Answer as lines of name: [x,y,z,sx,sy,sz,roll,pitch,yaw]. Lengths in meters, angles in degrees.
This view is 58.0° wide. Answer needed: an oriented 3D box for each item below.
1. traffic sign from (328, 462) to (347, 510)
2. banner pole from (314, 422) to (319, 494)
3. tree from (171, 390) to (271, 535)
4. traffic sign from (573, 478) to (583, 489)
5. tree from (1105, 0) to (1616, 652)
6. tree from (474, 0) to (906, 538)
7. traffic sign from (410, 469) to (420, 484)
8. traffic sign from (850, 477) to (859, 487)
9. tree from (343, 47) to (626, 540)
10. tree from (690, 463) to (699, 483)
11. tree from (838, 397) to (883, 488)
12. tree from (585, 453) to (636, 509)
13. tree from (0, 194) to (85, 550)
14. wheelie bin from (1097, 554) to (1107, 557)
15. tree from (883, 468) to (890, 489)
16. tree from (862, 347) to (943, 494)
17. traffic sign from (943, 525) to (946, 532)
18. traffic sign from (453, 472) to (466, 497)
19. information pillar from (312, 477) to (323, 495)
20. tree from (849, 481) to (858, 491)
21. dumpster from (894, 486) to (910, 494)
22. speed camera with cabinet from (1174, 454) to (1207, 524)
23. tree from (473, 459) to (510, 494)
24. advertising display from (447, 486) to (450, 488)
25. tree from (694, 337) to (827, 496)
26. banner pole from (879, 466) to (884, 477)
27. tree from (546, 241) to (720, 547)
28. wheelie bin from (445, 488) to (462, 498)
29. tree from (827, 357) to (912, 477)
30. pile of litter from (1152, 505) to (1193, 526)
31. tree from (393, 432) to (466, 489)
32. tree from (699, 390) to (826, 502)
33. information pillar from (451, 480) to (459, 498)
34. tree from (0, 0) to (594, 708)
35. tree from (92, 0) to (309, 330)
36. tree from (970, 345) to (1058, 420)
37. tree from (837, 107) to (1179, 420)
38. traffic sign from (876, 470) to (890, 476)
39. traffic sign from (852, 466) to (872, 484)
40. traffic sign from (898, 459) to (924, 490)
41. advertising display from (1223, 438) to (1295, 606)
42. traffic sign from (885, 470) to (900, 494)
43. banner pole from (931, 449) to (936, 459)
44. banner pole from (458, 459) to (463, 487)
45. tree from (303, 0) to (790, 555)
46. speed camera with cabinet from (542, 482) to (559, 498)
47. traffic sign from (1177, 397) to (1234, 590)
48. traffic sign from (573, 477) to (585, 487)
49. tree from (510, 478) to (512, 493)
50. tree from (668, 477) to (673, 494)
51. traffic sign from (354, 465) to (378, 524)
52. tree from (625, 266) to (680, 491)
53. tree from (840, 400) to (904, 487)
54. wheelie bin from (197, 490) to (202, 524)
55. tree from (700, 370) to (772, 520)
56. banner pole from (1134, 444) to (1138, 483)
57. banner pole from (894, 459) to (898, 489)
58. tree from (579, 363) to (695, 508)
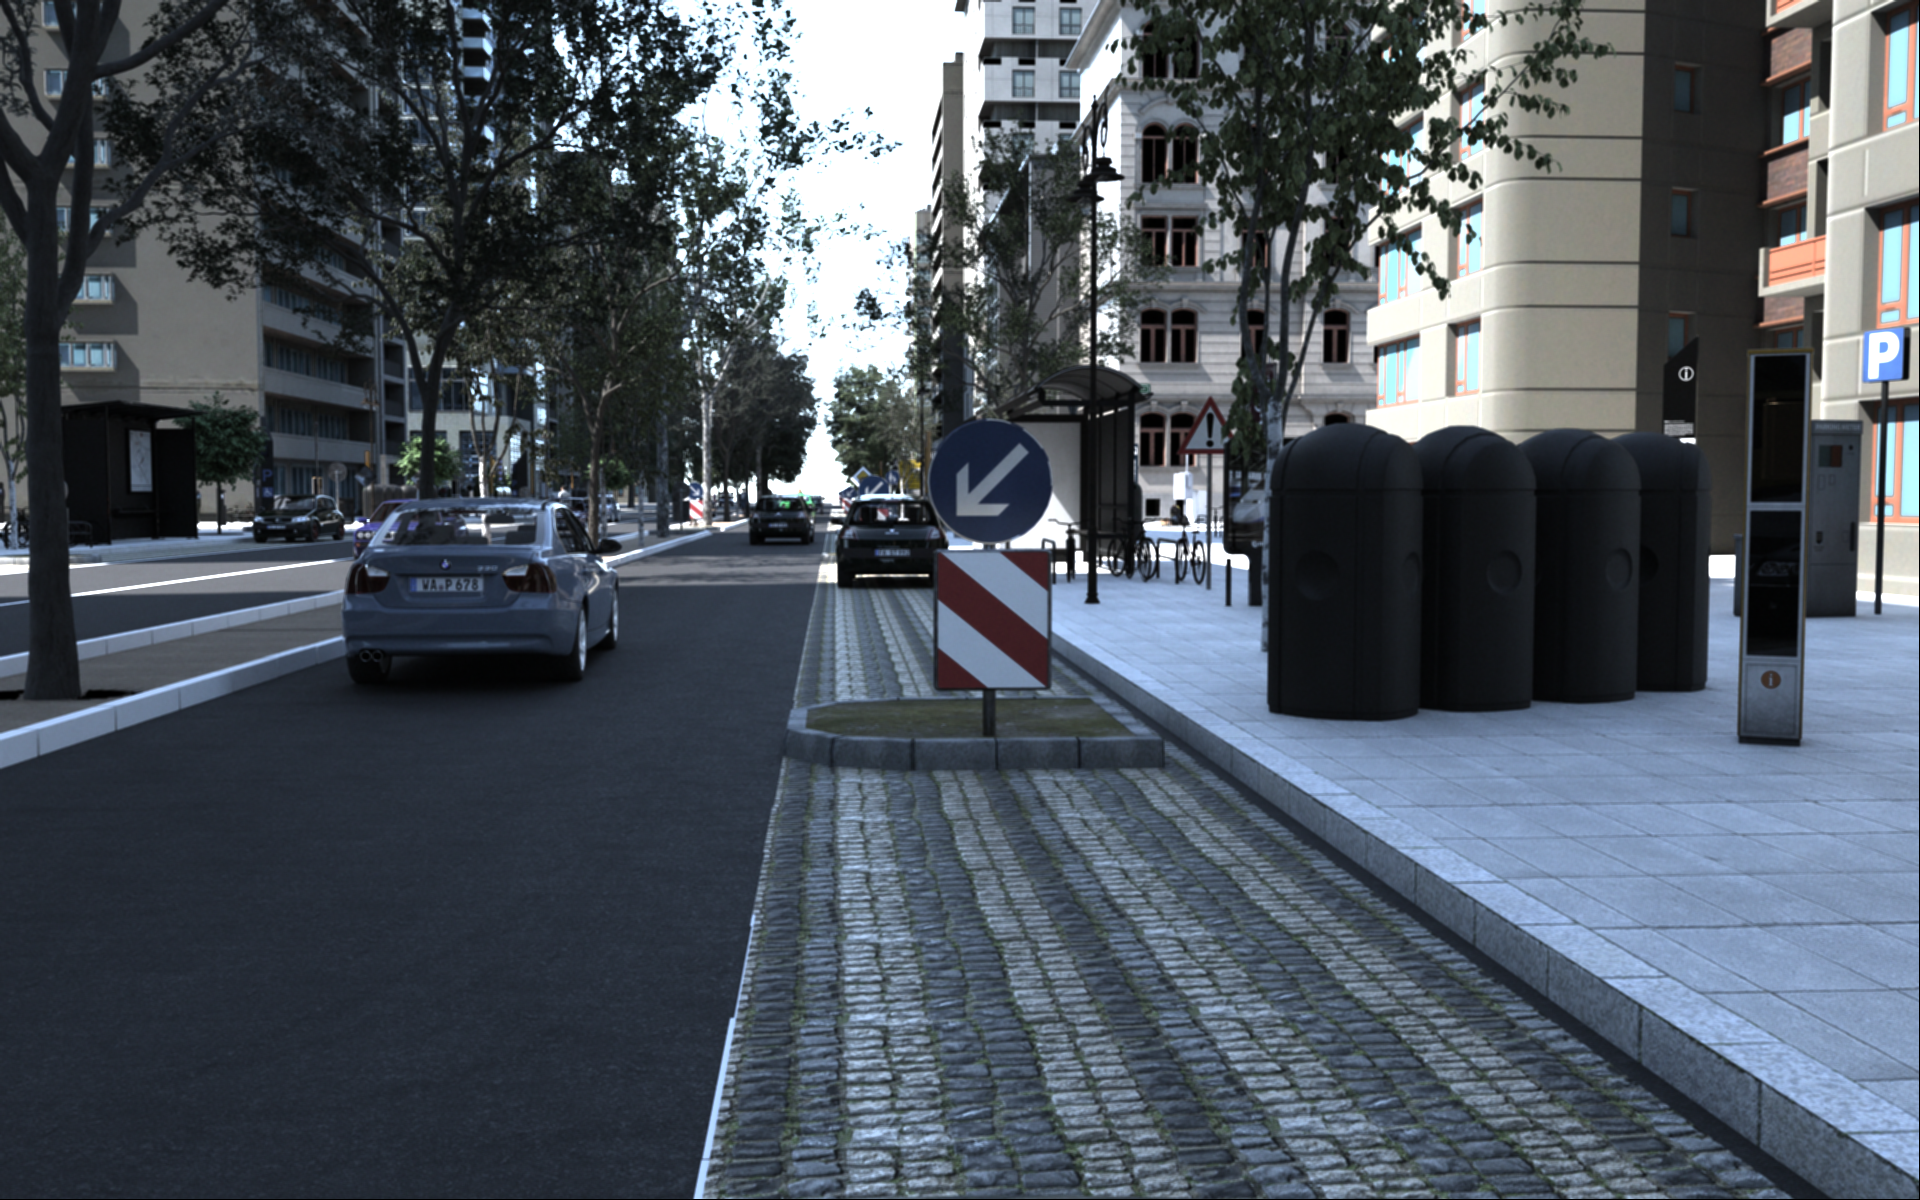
traffic sign: [-25.094,-4.263,69.811,0.768,2.556,0.104,0,4,-2]
banner pole: [-22.351,-4.295,60.239,0.401,3.779,0.863,-1,4,-23]
tree: [-23.419,-4.335,54.587,4.285,4.588,4.351,0,3,0]
traffic sign: [-29.765,-8.246,134.933,0.768,2.556,0.104,0,4,-2]
tree: [2.760,-3.891,13.981,4.737,8.622,4.395,0,3,0]
tree: [-8.459,-12.056,55.454,12.611,20.169,13.585,0,3,0]
traffic sign: [-21.208,-3.944,68.133,0.795,2.450,0.064,0,4,-4]
traffic sign: [-4.007,-4.019,69.354,0.795,2.450,0.064,0,4,-4]
tree: [-7.815,-4.613,28.247,4.360,8.622,3.978,0,3,0]
tree: [-41.334,-23.558,302.185,9.611,12.733,9.660,0,3,0]
tree: [-10.630,-17.395,202.536,7.486,12.596,7.792,0,3,0]
tree: [-29.829,-10.160,149.833,4.285,4.588,4.351,0,3,0]
tree: [-21.996,-5.460,39.641,4.737,8.622,4.395,0,3,0]
wheelie bin: [3.048,-1.673,35.265,0.693,1.594,0.980,0,4,6]
tree: [-5.298,-8.045,126.131,1.663,3.219,1.824,0,3,0]
tree: [-2.860,-8.316,86.327,4.360,8.622,3.978,0,3,0]
traffic sign: [-0.466,-3.199,52.409,0.768,2.556,0.104,0,4,1]
traffic sign: [-26.732,-5.645,92.404,0.768,2.556,0.104,0,4,-2]
information pillar: [-28.264,-4.389,76.244,0.304,2.012,0.304,1,4,13]
tree: [-12.355,-14.014,212.839,4.285,4.588,4.351,0,3,0]
dumpster: [-3.239,-6.255,104.760,1.502,2.255,1.985,0,4,-4]
speed camera with cabinet: [9.982,-4.912,74.649,0.660,3.252,2.038,3,4,39]
tree: [-25.502,-6.065,93.759,1.663,3.219,1.824,0,3,0]
advertising display: [-39.604,-7.882,134.076,0.123,1.923,0.974,-1,4,-9]
tree: [-14.598,-13.415,128.447,9.857,13.997,8.962,0,3,0]
banner pole: [-6.062,-9.029,137.641,0.863,3.779,0.401,-2,4,-34]
tree: [-8.711,-5.761,47.008,4.737,8.622,4.395,0,3,0]
wheelie bin: [-27.138,-5.197,92.880,0.980,1.594,0.693,0,4,-2]
tree: [-8.205,-15.498,160.051,9.857,13.997,8.962,0,3,0]
pile of litter: [8.554,-3.416,69.824,1.719,0.858,1.176,0,3,0]
tree: [-25.129,-5.993,81.699,4.285,4.588,4.351,0,3,0]
tree: [-15.556,-13.428,139.014,9.611,12.733,9.660,0,3,0]
information pillar: [-26.609,-5.311,91.320,0.304,2.012,0.304,0,4,5]
tree: [-6.396,-6.057,11.866,12.009,13.543,11.850,0,3,0]
tree: [-7.035,-5.216,22.159,8.767,10.594,7.601,0,4,-4]
tree: [2.581,-8.259,85.398,4.360,8.622,3.978,0,3,0]
tree: [1.027,-6.629,42.803,8.767,10.594,7.601,0,4,3]
traffic sign: [-5.734,-9.014,141.258,2.265,3.308,0.079,0,4,-1]
traffic sign: [-3.430,-3.532,61.389,0.795,2.450,0.064,0,4,-4]
traffic sign: [-2.440,-6.492,100.012,2.265,3.308,0.079,0,4,3]
advertising display: [3.503,-0.895,19.851,0.974,1.923,0.123,0,4,-6]
traffic sign: [-3.571,-5.593,91.549,0.768,2.556,0.104,0,4,-3]
banner pole: [-1.064,-5.724,83.604,0.863,3.779,0.401,1,4,10]
banner pole: [-35.957,-8.234,124.645,0.863,3.779,0.401,3,5,43]
tree: [-7.700,-6.040,35.622,8.767,10.594,7.601,0,4,-4]
speed camera with cabinet: [-31.531,-8.542,134.002,0.660,3.252,2.038,1,4,23]
traffic sign: [3.340,-1.419,23.211,0.884,2.594,0.081,0,4,1]
traffic sign: [-29.151,-8.105,132.524,0.884,2.594,0.081,0,4,-1]
tree: [-29.894,-7.249,113.123,1.663,3.219,1.824,0,3,0]
tree: [-33.117,-12.402,197.374,1.663,3.219,1.824,0,3,0]
traffic sign: [-20.631,-3.457,60.168,0.795,2.450,0.064,0,4,-4]
tree: [-8.632,-5.436,41.699,4.360,8.622,3.978,0,3,0]
tree: [-6.067,-11.147,132.613,4.737,8.622,4.395,0,3,0]
wheelie bin: [-33.097,-4.078,74.582,0.693,1.594,0.980,1,4,22]
tree: [-12.370,-8.758,96.020,4.360,8.622,3.978,0,3,0]
banner pole: [7.450,-5.258,75.979,0.863,3.779,0.401,2,4,34]
banner pole: [-3.757,-7.186,107.513,0.863,3.779,0.401,-2,4,-27]
tree: [-30.440,-15.466,159.526,9.857,13.997,8.962,0,3,0]
